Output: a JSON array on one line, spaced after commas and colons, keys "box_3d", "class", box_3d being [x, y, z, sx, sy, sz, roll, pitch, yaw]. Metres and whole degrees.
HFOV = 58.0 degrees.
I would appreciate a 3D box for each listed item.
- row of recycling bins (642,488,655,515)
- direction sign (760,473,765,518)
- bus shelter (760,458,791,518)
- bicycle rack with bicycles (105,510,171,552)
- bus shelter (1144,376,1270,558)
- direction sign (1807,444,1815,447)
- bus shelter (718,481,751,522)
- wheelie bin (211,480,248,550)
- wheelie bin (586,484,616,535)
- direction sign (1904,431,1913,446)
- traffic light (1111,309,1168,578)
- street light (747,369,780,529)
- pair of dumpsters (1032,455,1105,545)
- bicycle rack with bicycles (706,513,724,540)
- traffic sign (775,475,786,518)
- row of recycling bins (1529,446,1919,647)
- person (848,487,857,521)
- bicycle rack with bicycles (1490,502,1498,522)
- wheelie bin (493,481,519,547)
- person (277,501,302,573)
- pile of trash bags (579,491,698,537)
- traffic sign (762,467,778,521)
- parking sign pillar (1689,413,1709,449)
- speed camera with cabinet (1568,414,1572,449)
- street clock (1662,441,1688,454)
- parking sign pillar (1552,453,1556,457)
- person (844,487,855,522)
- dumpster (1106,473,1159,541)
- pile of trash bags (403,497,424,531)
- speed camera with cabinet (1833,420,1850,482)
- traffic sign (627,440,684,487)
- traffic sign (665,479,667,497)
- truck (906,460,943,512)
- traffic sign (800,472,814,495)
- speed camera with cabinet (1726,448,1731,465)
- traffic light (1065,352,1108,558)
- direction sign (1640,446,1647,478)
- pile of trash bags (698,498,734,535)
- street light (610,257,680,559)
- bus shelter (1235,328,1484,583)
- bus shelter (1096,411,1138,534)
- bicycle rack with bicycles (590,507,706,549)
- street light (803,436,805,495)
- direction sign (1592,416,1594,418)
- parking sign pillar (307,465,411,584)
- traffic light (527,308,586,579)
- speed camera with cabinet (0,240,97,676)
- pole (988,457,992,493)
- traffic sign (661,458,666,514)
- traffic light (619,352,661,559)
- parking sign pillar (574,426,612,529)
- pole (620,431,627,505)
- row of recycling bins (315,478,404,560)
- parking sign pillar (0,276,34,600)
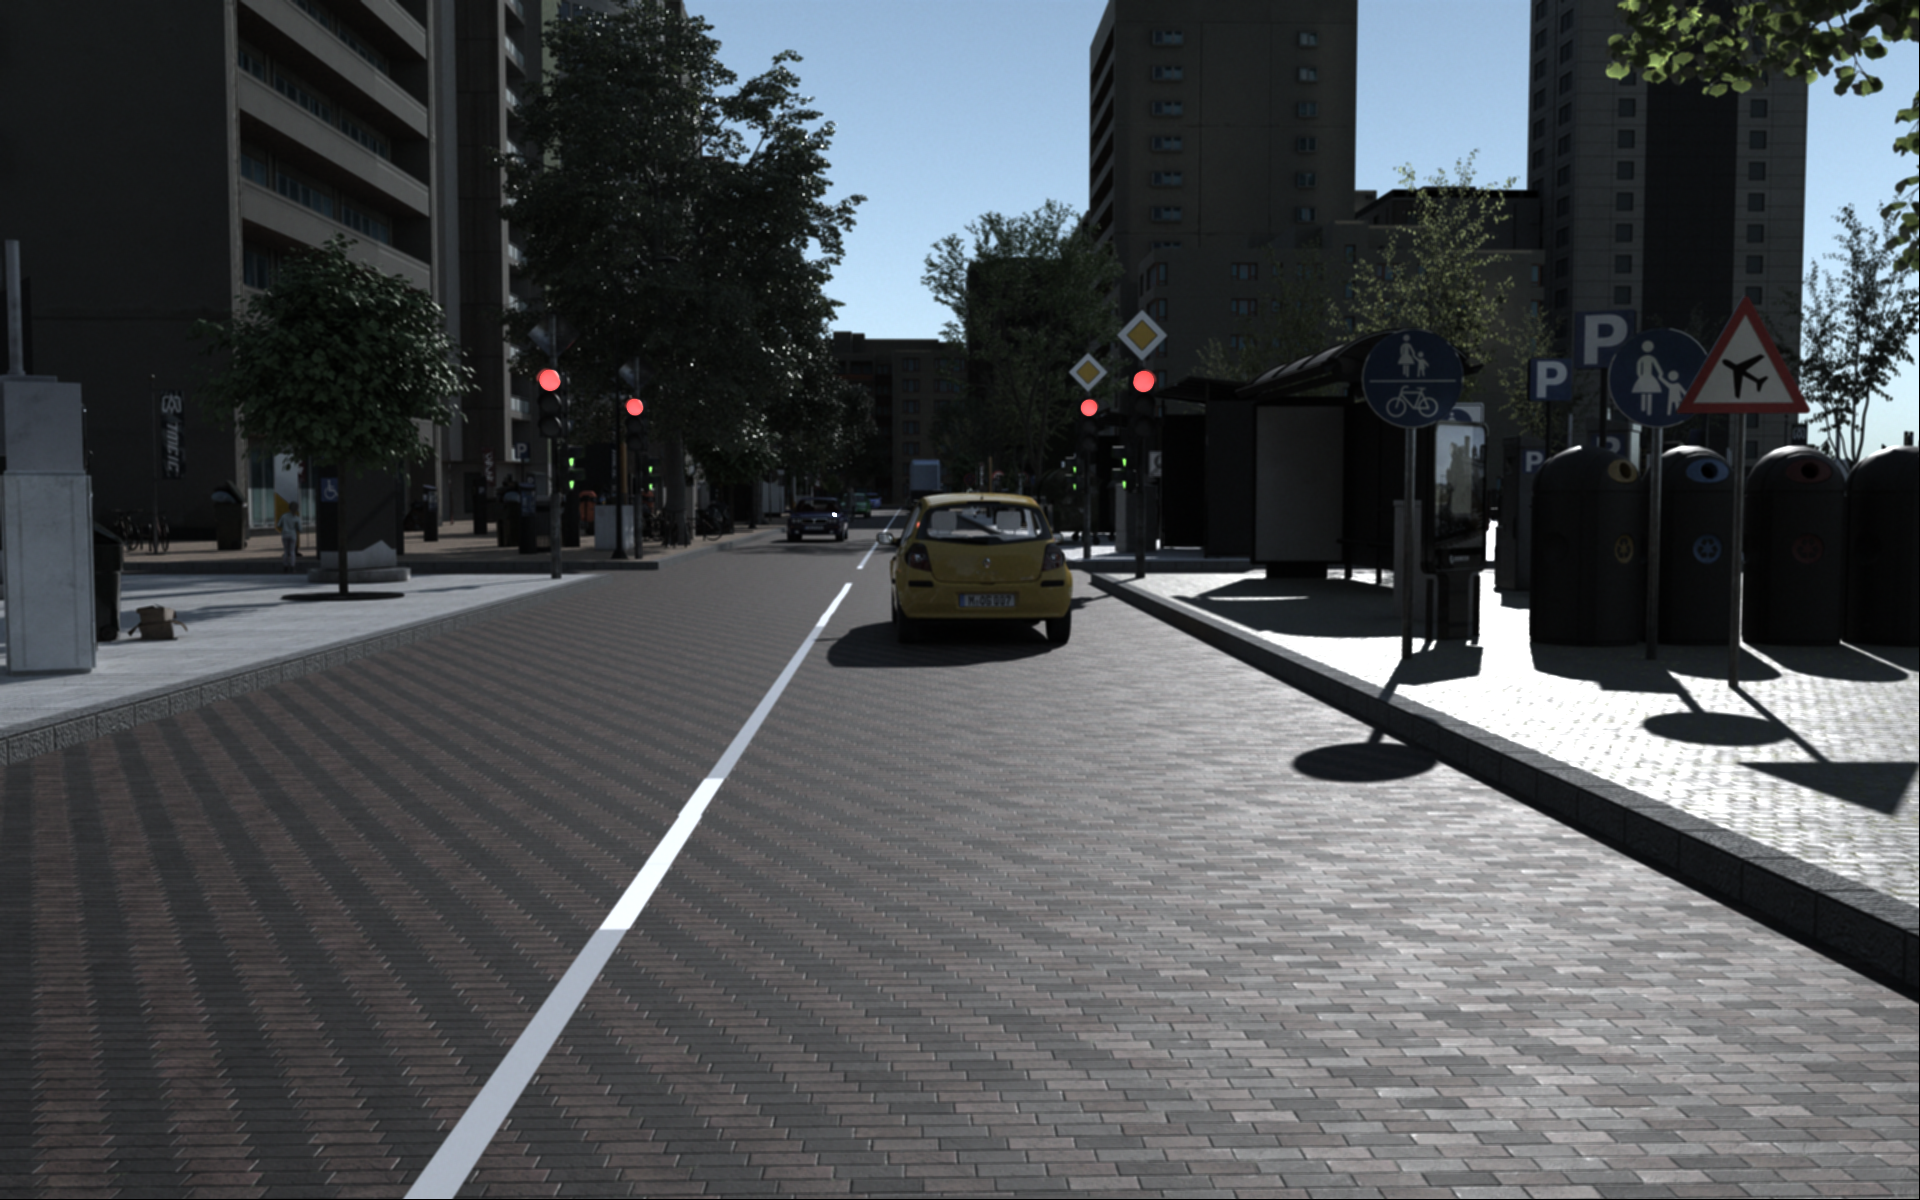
[{"box_3d": [-19.317, -6.041, 105.891, 1.069, 1.692, 3.534, 0, 4, 6], "class": "row of recycling bins"}, {"box_3d": [-10.468, -6.077, 91.356, 0.379, 3.537, 0.876, -2, 4, -26], "class": "direction sign"}, {"box_3d": [-10.372, -6.307, 97.045, 2.014, 3.302, 5.546, 0, 4, -1], "class": "bus shelter"}, {"box_3d": [-19.197, -1.568, 39.025, 2.852, 0.926, 2.925, -2, 4, -30], "class": "bicycle rack with bicycles"}, {"box_3d": [5.303, -2.831, 37.567, 1.731, 3.624, 6.357, 0, 4, -2], "class": "bus shelter"}, {"box_3d": [38.498, -5.321, 78.992, 0.876, 3.537, 0.379, 0, 4, -3], "class": "direction sign"}, {"box_3d": [-10.252, -5.530, 81.698, 1.731, 3.624, 6.357, 0, 4, -2], "class": "bus shelter"}, {"box_3d": [-16.740, -1.944, 39.692, 0.693, 1.594, 0.980, -1, 4, -13], "class": "wheelie bin"}, {"box_3d": [-11.238, -2.816, 53.951, 0.980, 1.594, 0.693, 3, 5, 42], "class": "wheelie bin"}, {"box_3d": [34.378, -4.333, 62.849, 0.876, 3.537, 0.379, -3, 5, -44], "class": "direction sign"}, {"box_3d": [2.745, -2.296, 26.453, 0.839, 4.253, 0.868, 0, 4, -2], "class": "traffic light"}, {"box_3d": [-7.164, -5.600, 64.097, 1.470, 5.913, 1.316, 0, 4, -2], "class": "street light"}, {"box_3d": [2.821, -2.616, 45.263, 1.574, 2.255, 4.437, 0, 4, -2], "class": "pair of dumpsters"}, {"box_3d": [-8.227, -2.067, 47.172, 2.925, 0.926, 2.852, 1, 4, 15], "class": "bicycle rack with bicycles"}, {"box_3d": [-9.478, -5.455, 91.322, 0.606, 2.300, 0.079, 0, 4, 6], "class": "traffic sign"}, {"box_3d": [6.717, -0.478, 14.934, 3.534, 1.692, 1.069, 0, 4, 1], "class": "row of recycling bins"}, {"box_3d": [-5.819, -5.062, 91.454, 0.709, 1.800, 0.728, 1, 4, 22], "class": "person"}, {"box_3d": [25.225, -4.091, 80.274, 2.925, 0.926, 2.852, 0, 4, 4], "class": "bicycle rack with bicycles"}, {"box_3d": [-10.924, -2.096, 42.170, 0.980, 1.594, 0.693, 3, 5, 42], "class": "wheelie bin"}, {"box_3d": [-12.169, -1.141, 31.441, 0.425, 1.301, 0.394, -1, 4, -23], "class": "person"}, {"box_3d": [-9.853, -2.603, 52.308, 3.447, 1.369, 1.912, 0, 4, 0], "class": "pile of trash bags"}, {"box_3d": [-8.887, -4.952, 81.068, 0.768, 2.556, 0.104, 0, 4, 2], "class": "traffic sign"}, {"box_3d": [21.833, -3.835, 51.180, 1.447, 3.967, 1.447, 2, 4, 26], "class": "parking sign pillar"}, {"box_3d": [14.967, -2.921, 42.099, 0.660, 3.252, 2.038, 1, 4, 22], "class": "speed camera with cabinet"}, {"box_3d": [9.870, -1.186, 23.954, 0.471, 2.002, 0.358, -3, 5, -41], "class": "street clock"}, {"box_3d": [36.250, -7.181, 105.881, 1.447, 3.967, 1.447, 0, 4, 8], "class": "parking sign pillar"}, {"box_3d": [-5.780, -4.951, 89.551, 0.767, 1.812, 0.694, -1, 4, -15], "class": "person"}, {"box_3d": [4.675, -2.508, 46.758, 1.264, 1.857, 1.865, 0, 4, -2], "class": "dumpster"}, {"box_3d": [-19.315, -3.049, 59.596, 1.912, 1.369, 3.447, 0, 4, 0], "class": "pile of trash bags"}, {"box_3d": [23.857, -3.177, 46.278, 2.038, 3.252, 0.660, -1, 4, -16], "class": "speed camera with cabinet"}, {"box_3d": [-11.495, -4.349, 64.982, 2.265, 3.308, 0.079, 0, 4, 3], "class": "traffic sign"}, {"box_3d": [-10.841, -3.916, 64.127, 0.768, 2.556, 0.104, 0, 4, 1], "class": "traffic sign"}, {"box_3d": [-2.400, -8.559, 129.701, 2.967, 4.110, 18.799, 0, 4, -3], "class": "truck"}, {"box_3d": [-8.499, -5.865, 96.001, 0.768, 2.556, 0.104, 0, 4, 2], "class": "traffic sign"}, {"box_3d": [35.548, -5.233, 79.895, 0.660, 3.252, 2.038, 3, 5, 44], "class": "speed camera with cabinet"}, {"box_3d": [2.516, -2.784, 34.434, 0.839, 4.253, 0.868, 0, 4, -2], "class": "traffic light"}, {"box_3d": [32.502, -5.484, 81.657, 0.876, 3.537, 0.379, 2, 4, 35], "class": "direction sign"}, {"box_3d": [-8.891, -2.792, 55.394, 3.447, 1.369, 1.912, 2, 4, 24], "class": "pile of trash bags"}, {"box_3d": [-6.192, -3.763, 34.061, 1.470, 5.913, 1.316, 0, 4, -2], "class": "street light"}, {"box_3d": [5.312, -1.838, 23.977, 2.014, 3.302, 5.546, 0, 4, -2], "class": "bus shelter"}, {"box_3d": [4.912, -3.723, 52.146, 1.731, 3.624, 6.357, 0, 4, -2], "class": "bus shelter"}, {"box_3d": [-7.659, -1.743, 41.886, 2.852, 0.926, 2.925, 0, 4, -8], "class": "bicycle rack with bicycles"}, {"box_3d": [-7.913, -7.407, 93.647, 1.470, 5.913, 1.316, 0, 4, -2], "class": "street light"}, {"box_3d": [18.399, -3.576, 50.457, 0.379, 3.537, 0.876, 1, 4, 22], "class": "direction sign"}, {"box_3d": [-8.853, -2.260, 25.417, 1.447, 3.967, 1.447, 1, 4, 15], "class": "parking sign pillar"}, {"box_3d": [-6.112, -2.279, 26.184, 0.839, 4.253, 0.868, 0, 4, -2], "class": "traffic light"}, {"box_3d": [-6.907, -1.147, 13.084, 0.660, 3.252, 2.038, -2, 4, -28], "class": "speed camera with cabinet"}, {"box_3d": [1.633, -6.153, 94.443, 0.158, 3.312, 0.155, 0, 3, 0], "class": "pole"}, {"box_3d": [-10.565, -3.752, 61.454, 0.768, 2.556, 0.104, 0, 4, 7], "class": "traffic sign"}, {"box_3d": [-6.341, -2.767, 34.165, 0.839, 4.253, 0.868, 0, 4, -2], "class": "traffic light"}, {"box_3d": [-13.649, -4.646, 64.434, 1.447, 3.967, 1.447, -2, 4, -25], "class": "parking sign pillar"}, {"box_3d": [-10.810, -3.782, 55.675, 0.158, 3.312, 0.155, 0, 3, 0], "class": "pole"}, {"box_3d": [-12.173, -1.711, 35.090, 1.069, 1.692, 3.534, 0, 4, -1], "class": "row of recycling bins"}, {"box_3d": [-12.122, -2.010, 21.329, 1.447, 3.967, 1.447, -2, 4, -30], "class": "parking sign pillar"}]
